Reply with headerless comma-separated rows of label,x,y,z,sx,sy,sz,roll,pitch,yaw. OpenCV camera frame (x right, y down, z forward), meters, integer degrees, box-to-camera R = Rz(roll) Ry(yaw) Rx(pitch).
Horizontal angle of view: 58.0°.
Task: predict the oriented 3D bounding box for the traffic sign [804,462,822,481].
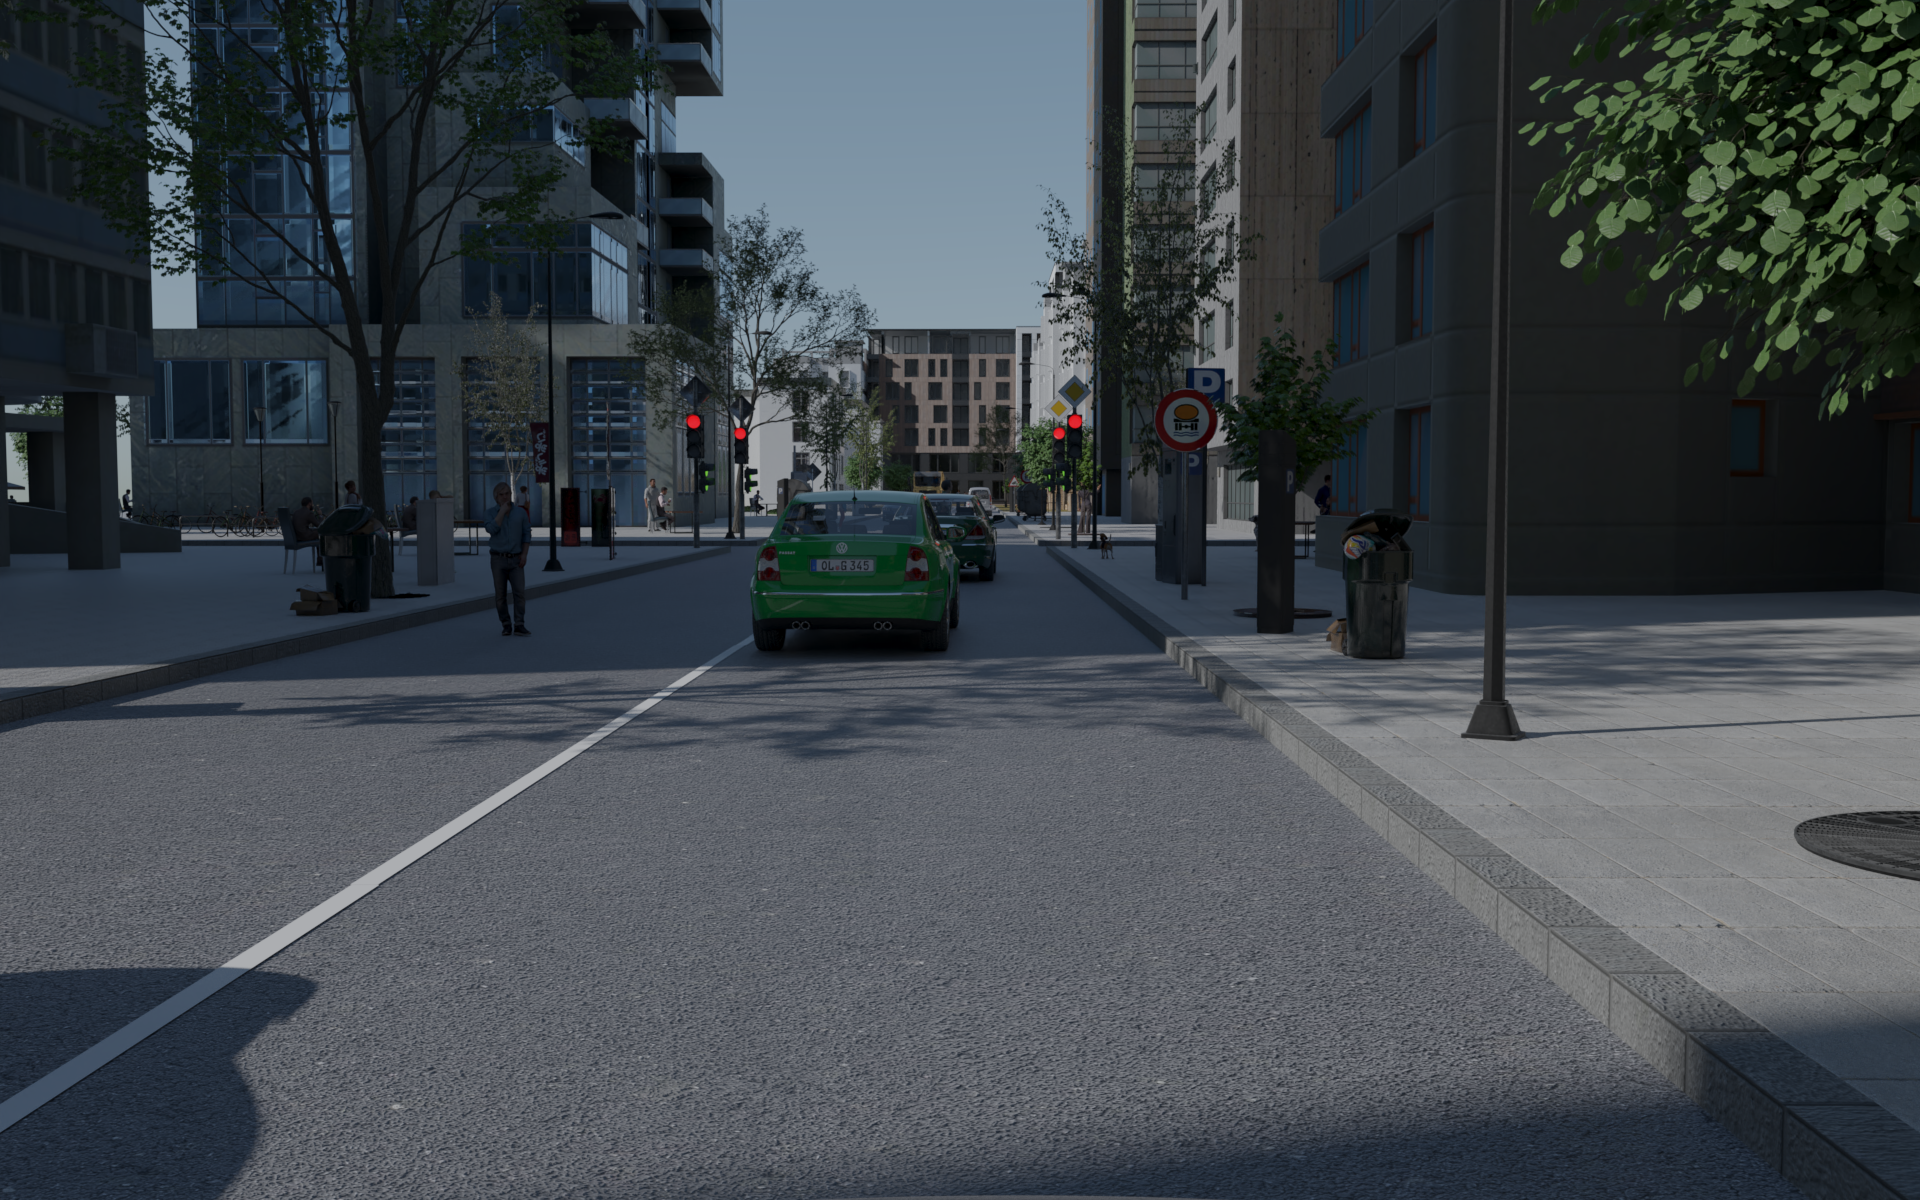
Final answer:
traffic sign,-6.147,-4.425,72.089,0.795,2.593,0.064,1,4,9

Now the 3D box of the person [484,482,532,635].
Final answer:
person,-4.566,-0.420,17.576,0.499,1.552,0.429,0,4,0

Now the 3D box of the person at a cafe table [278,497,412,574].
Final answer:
person at a cafe table,-10.196,-1.065,28.269,1.726,1.238,1.698,-3,5,-43

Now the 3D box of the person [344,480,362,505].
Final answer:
person,-10.876,-1.374,30.978,0.387,1.526,0.523,-2,4,-32

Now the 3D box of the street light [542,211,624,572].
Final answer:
street light,-6.227,-3.431,28.635,1.470,5.913,1.316,0,4,1

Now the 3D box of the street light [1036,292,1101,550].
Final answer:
street light,2.582,-4.130,40.059,1.470,5.913,1.316,0,4,1

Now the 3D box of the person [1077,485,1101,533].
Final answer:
person,4.236,-3.065,56.963,0.742,1.727,0.445,-1,4,-10

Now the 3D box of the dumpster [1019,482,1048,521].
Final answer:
dumpster,3.582,-4.689,82.431,1.264,1.857,1.865,0,4,1

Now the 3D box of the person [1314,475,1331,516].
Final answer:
person,8.702,-2.089,40.907,0.504,1.737,0.576,3,4,37

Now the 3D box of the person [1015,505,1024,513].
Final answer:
person,3.997,-6.300,117.327,0.859,0.850,0.655,-1,4,-15

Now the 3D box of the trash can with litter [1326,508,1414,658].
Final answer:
trash can with litter,3.187,-0.148,13.802,0.624,1.170,1.055,-1,4,-9

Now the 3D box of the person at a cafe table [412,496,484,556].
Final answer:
person at a cafe table,-10.977,-1.563,36.413,1.726,1.238,1.698,-2,4,-24

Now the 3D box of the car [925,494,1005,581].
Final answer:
car,-0.291,-1.113,29.996,2.131,1.459,4.920,0,4,2

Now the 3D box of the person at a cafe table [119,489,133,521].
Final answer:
person at a cafe table,-39.687,-4.577,83.354,1.698,1.524,1.622,3,5,43

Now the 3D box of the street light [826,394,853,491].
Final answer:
street light,-5.648,-6.599,80.441,1.470,5.913,1.316,0,4,1

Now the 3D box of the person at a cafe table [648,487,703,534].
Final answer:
person at a cafe table,-9.338,-2.936,56.514,1.622,1.524,1.698,-1,4,-17

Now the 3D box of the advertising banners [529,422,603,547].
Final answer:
advertising banners,-9.439,-2.805,42.049,2.074,3.025,0.090,0,4,7

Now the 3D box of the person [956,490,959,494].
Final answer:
person,-0.160,-8.660,150.078,0.705,1.826,1.348,-3,5,-41

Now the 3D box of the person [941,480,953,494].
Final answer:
person,-0.334,-1.674,36.587,0.376,1.734,0.841,0,4,7

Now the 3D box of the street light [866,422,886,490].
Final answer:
street light,-5.481,-8.499,111.505,1.470,5.913,1.316,0,4,1

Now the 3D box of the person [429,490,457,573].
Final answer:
person,-8.444,-1.121,28.275,0.435,1.345,0.340,-1,4,-11

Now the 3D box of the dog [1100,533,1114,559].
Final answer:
dog,2.887,-1.068,34.292,0.540,0.507,0.406,3,5,41

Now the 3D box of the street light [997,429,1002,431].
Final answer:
street light,3.357,-9.252,123.815,1.470,5.913,1.316,0,4,1

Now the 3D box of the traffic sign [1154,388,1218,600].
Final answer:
traffic sign,2.728,-1.275,20.960,0.768,2.556,0.104,0,4,4

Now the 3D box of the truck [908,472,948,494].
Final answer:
truck,-2.720,-9.531,151.756,3.469,3.379,9.791,0,4,0

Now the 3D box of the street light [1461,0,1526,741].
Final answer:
street light,2.280,-2.230,8.996,1.470,5.913,1.316,0,4,1

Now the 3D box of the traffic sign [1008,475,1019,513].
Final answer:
traffic sign,3.764,-7.329,119.834,0.884,2.594,0.081,0,4,6

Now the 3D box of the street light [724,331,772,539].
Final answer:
street light,-6.037,-4.700,49.378,1.470,5.913,1.316,0,4,1

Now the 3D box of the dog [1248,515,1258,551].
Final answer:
dog,6.788,-1.477,38.531,0.513,0.831,0.800,-1,4,-11

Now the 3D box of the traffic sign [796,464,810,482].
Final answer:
traffic sign,-6.556,-4.461,73.036,0.768,2.556,0.104,0,4,3

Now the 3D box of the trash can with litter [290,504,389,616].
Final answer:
trash can with litter,-6.675,-0.441,18.600,0.624,1.170,1.055,1,4,15

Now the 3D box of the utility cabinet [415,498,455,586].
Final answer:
utility cabinet,-7.494,-0.830,24.735,0.306,1.237,1.020,0,4,-3

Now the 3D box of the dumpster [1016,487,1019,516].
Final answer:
dumpster,3.876,-5.766,100.031,1.264,1.857,1.865,0,4,0

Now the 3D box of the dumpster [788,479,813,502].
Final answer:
dumpster,-6.387,-3.735,66.825,1.264,1.857,1.865,0,4,1

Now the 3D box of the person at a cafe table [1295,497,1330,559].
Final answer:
person at a cafe table,6.961,-1.458,34.695,1.726,1.238,1.698,1,4,14

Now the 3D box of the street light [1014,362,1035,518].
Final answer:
street light,2.756,-5.407,60.949,1.470,5.913,1.316,0,4,1

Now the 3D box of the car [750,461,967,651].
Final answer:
car,-0.934,-0.513,17.176,1.959,1.807,4.718,0,4,2

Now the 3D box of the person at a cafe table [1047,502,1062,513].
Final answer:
person at a cafe table,5.769,-6.432,116.022,1.726,1.238,1.698,-1,4,-14

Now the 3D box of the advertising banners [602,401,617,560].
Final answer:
advertising banners,-6.813,-2.299,33.775,0.090,3.025,2.074,0,4,-8

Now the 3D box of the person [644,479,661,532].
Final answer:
person,-10.434,-3.223,58.882,0.875,1.805,0.789,-3,5,-40

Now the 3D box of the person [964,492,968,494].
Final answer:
person,0.695,-11.659,199.935,0.742,1.727,0.445,3,5,40

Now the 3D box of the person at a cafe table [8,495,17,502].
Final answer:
person at a cafe table,-42.641,-4.105,77.983,1.698,1.238,1.726,-1,4,-21

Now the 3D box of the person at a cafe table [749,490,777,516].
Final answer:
person at a cafe table,-11.435,-5.609,100.223,1.622,1.524,1.698,2,4,31

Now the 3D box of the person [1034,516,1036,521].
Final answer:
person,3.597,-4.607,83.732,0.453,1.535,0.546,-2,4,-24

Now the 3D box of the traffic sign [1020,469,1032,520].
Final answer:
traffic sign,3.404,-5.316,87.026,0.768,2.556,0.104,1,4,9

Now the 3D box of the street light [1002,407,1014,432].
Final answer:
street light,3.127,-7.344,92.618,1.470,5.913,1.316,0,4,1

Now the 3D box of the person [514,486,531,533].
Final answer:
person,-12.840,-2.584,50.759,0.523,1.526,0.387,-1,4,-14
